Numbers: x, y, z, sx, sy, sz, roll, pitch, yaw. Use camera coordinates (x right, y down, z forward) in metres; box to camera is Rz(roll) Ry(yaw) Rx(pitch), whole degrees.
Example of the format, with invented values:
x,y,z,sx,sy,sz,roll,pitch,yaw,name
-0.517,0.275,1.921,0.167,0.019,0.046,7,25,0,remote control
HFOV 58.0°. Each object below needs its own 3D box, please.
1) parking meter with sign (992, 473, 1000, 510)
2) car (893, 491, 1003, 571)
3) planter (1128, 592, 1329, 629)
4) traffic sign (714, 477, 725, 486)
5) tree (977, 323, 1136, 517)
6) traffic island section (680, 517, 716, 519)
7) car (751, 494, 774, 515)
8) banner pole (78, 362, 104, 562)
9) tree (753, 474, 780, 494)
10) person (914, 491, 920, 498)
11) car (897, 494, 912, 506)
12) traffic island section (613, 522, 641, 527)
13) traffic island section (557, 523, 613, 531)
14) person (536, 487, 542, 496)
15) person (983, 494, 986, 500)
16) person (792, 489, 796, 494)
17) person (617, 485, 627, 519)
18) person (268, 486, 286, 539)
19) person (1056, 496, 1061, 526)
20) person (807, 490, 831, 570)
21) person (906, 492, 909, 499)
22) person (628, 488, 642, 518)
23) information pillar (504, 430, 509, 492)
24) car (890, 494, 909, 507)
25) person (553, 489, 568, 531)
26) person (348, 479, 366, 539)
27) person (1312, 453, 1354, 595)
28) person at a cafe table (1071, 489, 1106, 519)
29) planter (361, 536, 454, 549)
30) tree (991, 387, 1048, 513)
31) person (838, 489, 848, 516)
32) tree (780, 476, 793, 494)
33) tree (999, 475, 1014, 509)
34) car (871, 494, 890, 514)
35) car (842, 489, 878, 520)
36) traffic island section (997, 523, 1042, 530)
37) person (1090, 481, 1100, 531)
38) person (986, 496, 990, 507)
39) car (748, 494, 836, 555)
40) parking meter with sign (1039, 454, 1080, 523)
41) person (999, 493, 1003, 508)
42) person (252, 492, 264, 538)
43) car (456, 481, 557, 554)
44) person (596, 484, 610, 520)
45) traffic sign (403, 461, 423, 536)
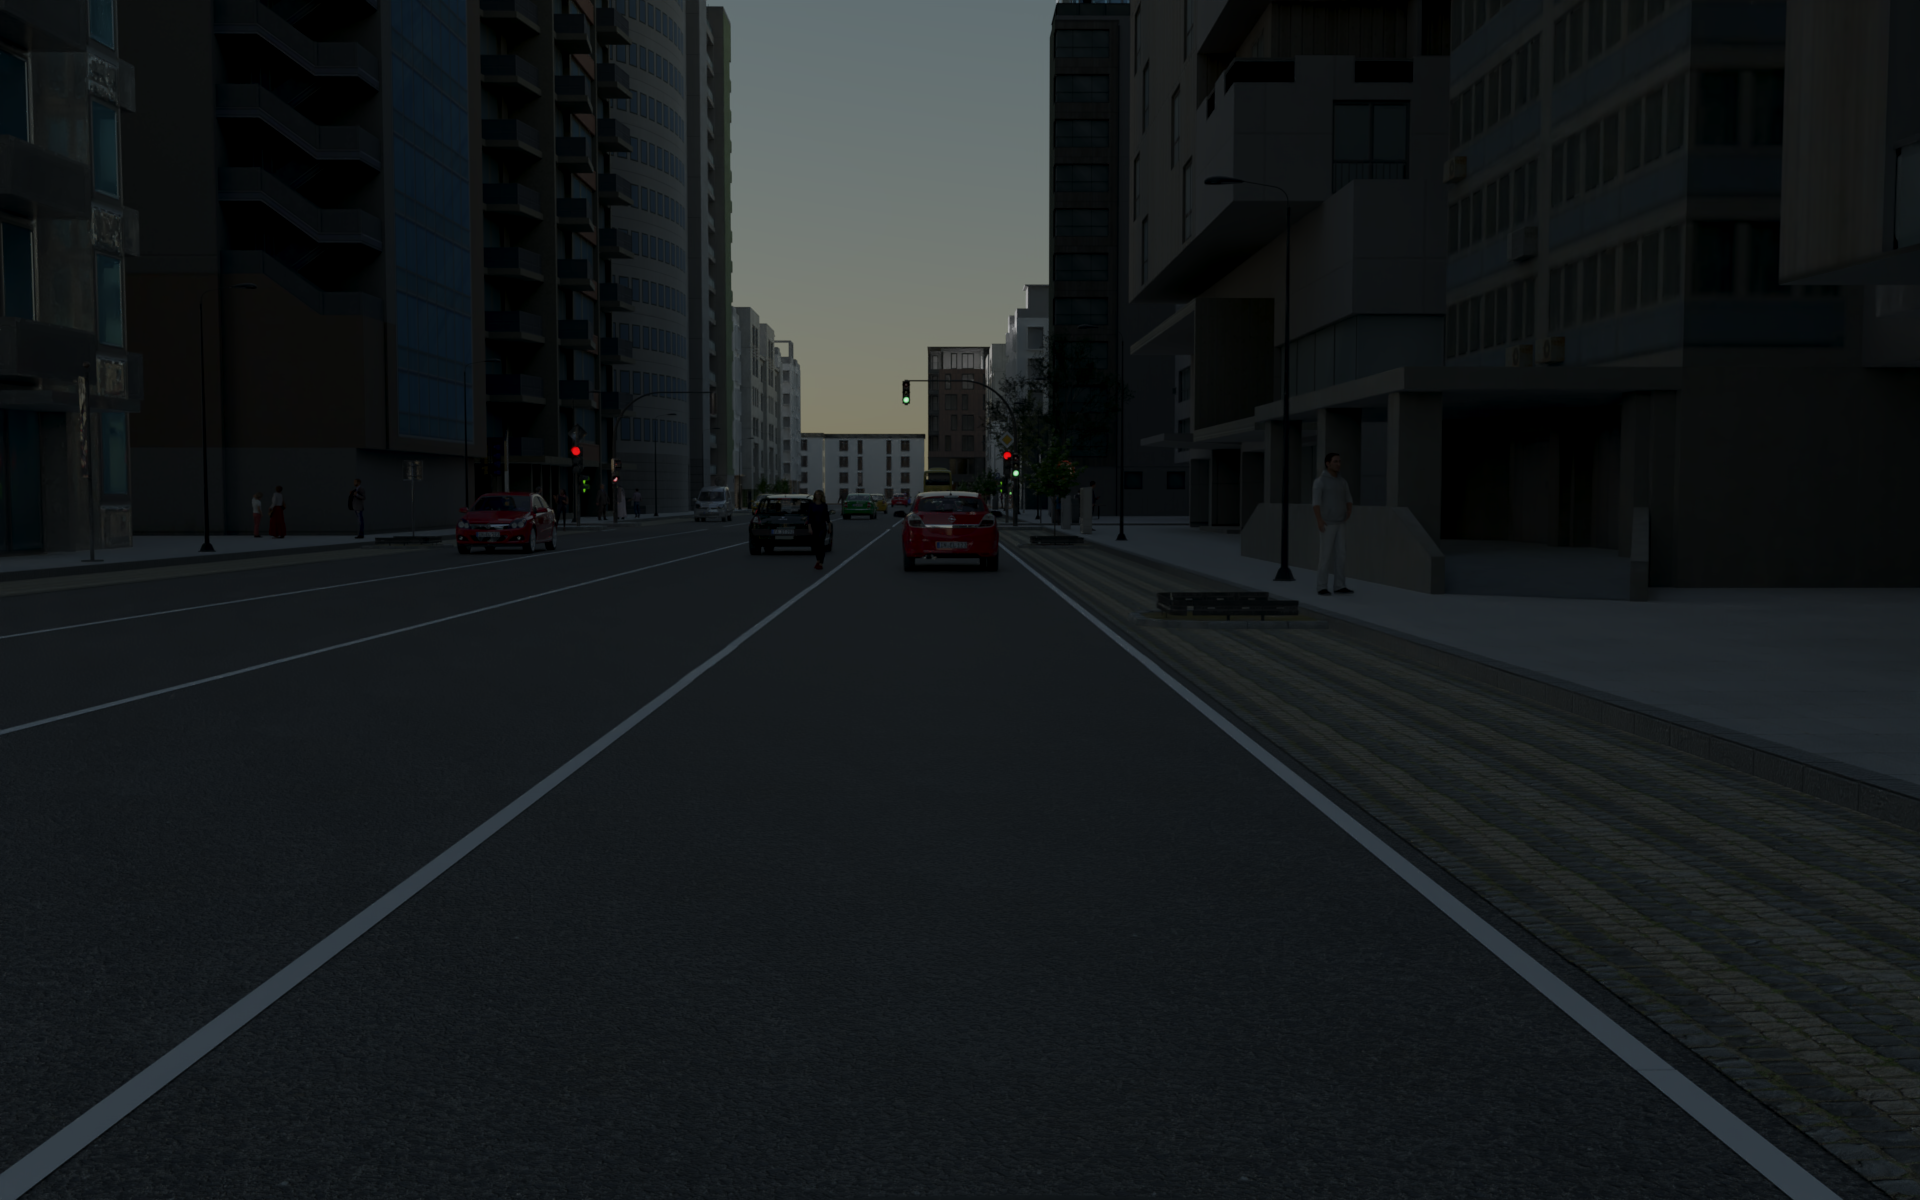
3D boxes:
x,y,z,sx,sy,sz,roll,pitch,yaw,name
2.901,-8.876,141.375,0.543,3.016,1.738,0,4,6,parking meter with sign
-0.221,-1.500,33.569,2.155,1.783,4.494,0,4,-2,car
2.897,0.116,19.237,1.991,0.319,1.994,0,4,-1,planter
-17.669,-7.778,127.269,0.768,2.556,0.104,0,4,2,traffic sign
5.152,-9.832,95.172,8.767,10.594,7.601,-1,4,-11,tree
-15.307,-4.812,101.542,1.991,0.108,1.994,0,4,-1,traffic island section
-13.136,-6.571,117.659,2.015,1.641,3.980,0,3,0,car
-16.445,-2.605,32.603,0.401,3.779,0.863,-1,4,-14,banner pole
-18.587,-10.412,164.840,1.663,3.219,1.824,0,3,0,tree
-4.594,-11.372,195.216,1.217,1.735,0.721,0,4,1,person
-7.042,-12.680,216.902,1.945,1.707,3.694,0,4,1,car
-15.306,-3.340,76.889,2.009,0.180,2.903,0,4,-1,traffic island section
-15.198,-2.852,68.905,2.009,0.180,2.903,0,4,-1,traffic island section
-17.448,-3.814,71.575,0.376,1.734,0.841,0,4,-1,person
2.523,-10.769,182.839,0.721,1.735,1.217,-1,4,-15,person
-19.335,-12.004,202.299,0.705,1.826,1.348,3,4,38,person
-17.139,-4.936,87.423,0.621,1.740,0.551,0,4,0,person
-19.662,-2.531,49.899,0.387,1.526,0.523,1,4,18,person
4.336,-3.883,73.850,0.647,1.594,0.662,0,4,2,person
-2.707,-1.346,33.046,0.480,1.512,0.613,-1,4,-22,person
-6.269,-11.751,202.098,0.593,1.643,0.415,0,4,-1,person
-17.384,-5.207,93.130,0.435,1.587,0.963,3,4,37,person
-16.565,-4.400,63.302,0.183,3.616,0.504,-1,4,-8,information pillar
-6.585,-10.969,188.376,2.155,1.783,4.494,0,4,-1,car
-15.212,-3.429,66.041,0.415,1.643,0.593,2,4,35,person
-17.332,-2.624,49.769,0.431,1.722,0.655,-2,4,-28,person
4.729,-0.962,21.922,0.875,1.805,0.789,-2,4,-28,person
6.262,-4.863,88.019,1.698,1.524,1.622,3,4,36,person at a cafe table
-14.566,-1.517,45.939,1.991,0.319,1.994,0,4,-1,planter
4.078,-10.183,116.852,4.737,8.622,4.395,0,3,0,tree
-7.726,-6.503,115.382,0.990,1.755,0.434,-2,4,-26,person
-18.643,-11.278,179.004,1.663,3.219,1.824,0,3,0,tree
3.747,-9.413,148.499,1.663,3.219,1.824,0,3,0,tree
-6.160,-7.110,126.473,2.015,1.641,3.980,0,4,-1,car
-5.697,-5.502,98.751,1.959,1.807,4.718,0,4,1,car
2.221,-2.866,69.134,2.009,0.180,2.903,0,4,-1,traffic island section
4.652,-3.292,60.578,0.504,1.737,0.576,0,4,1,person
2.736,-10.135,173.212,0.593,1.643,0.415,0,4,3,person
-4.072,-1.975,42.085,2.009,1.686,4.222,0,4,1,car
4.383,-4.892,76.244,1.738,3.016,0.543,0,4,-3,parking meter with sign
3.787,-9.348,159.566,0.721,1.739,1.217,-1,4,-10,person
-20.690,-2.512,51.028,0.435,1.345,0.340,2,4,23,person
-11.201,-2.071,42.902,2.155,1.783,4.494,0,4,-2,car
-17.387,-4.762,84.462,0.434,1.755,0.990,2,4,30,person
-16.673,-3.098,52.786,0.606,2.300,0.079,0,4,3,traffic sign
